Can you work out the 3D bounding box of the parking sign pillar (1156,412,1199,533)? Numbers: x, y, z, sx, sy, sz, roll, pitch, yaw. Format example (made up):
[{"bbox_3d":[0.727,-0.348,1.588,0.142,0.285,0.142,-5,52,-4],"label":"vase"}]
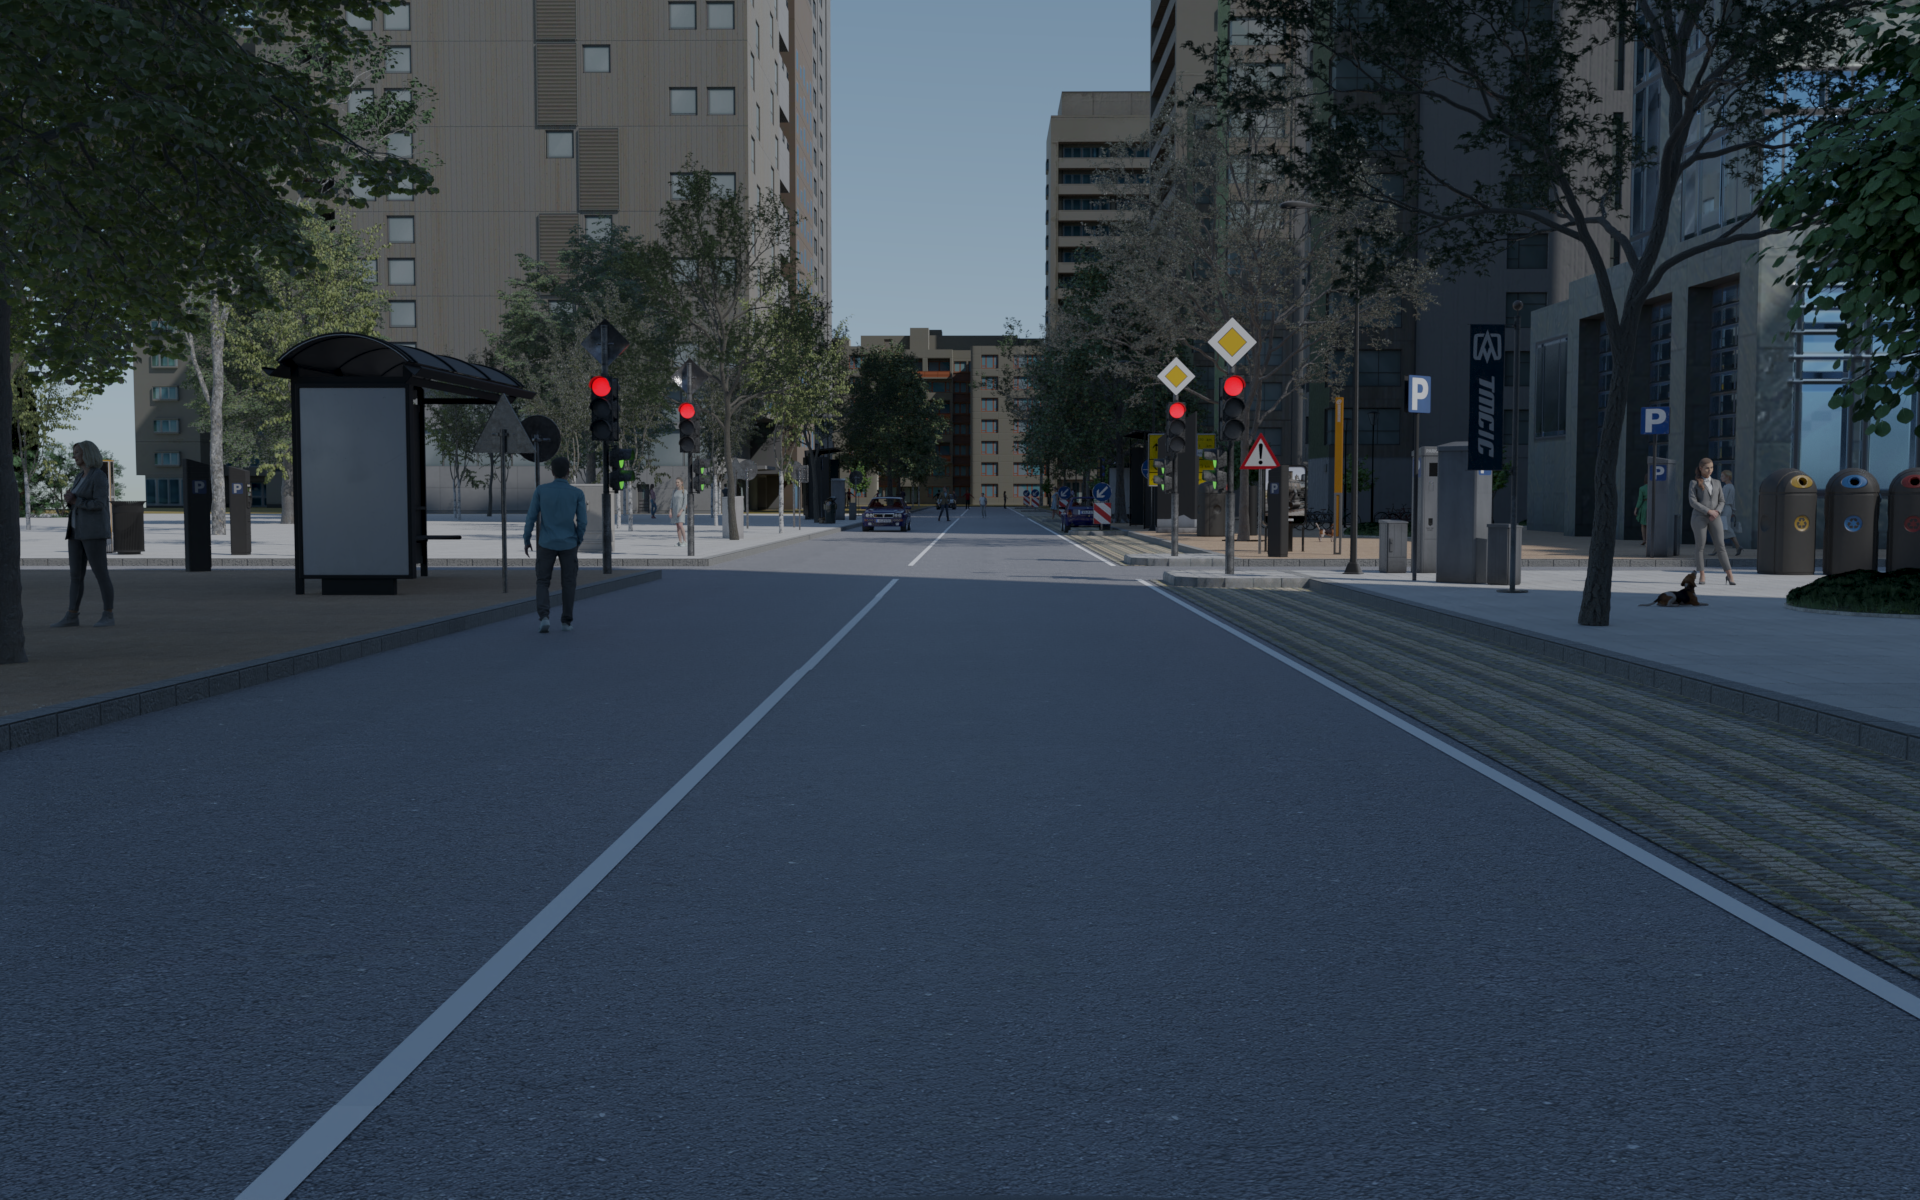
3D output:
[{"bbox_3d":[7.179,-4.190,56.984,1.447,3.967,1.447,2,4,25],"label":"parking sign pillar"}]

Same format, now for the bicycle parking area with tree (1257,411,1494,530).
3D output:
[{"bbox_3d":[14.586,-4.629,62.683,9.016,4.147,8.231,1,4,16],"label":"bicycle parking area with tree"}]

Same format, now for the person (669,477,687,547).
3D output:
[{"bbox_3d":[-6.868,-2.165,42.439,0.512,1.701,0.522,2,4,26],"label":"person"}]

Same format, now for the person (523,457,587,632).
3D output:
[{"bbox_3d":[-4.216,-0.582,18.042,0.660,1.820,0.620,-1,4,-13],"label":"person"}]

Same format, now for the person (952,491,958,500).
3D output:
[{"bbox_3d":[-0.611,-9.524,164.755,0.617,1.759,0.750,1,4,20],"label":"person"}]

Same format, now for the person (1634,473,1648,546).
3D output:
[{"bbox_3d":[16.788,-2.198,42.229,0.600,1.795,0.529,0,4,3],"label":"person"}]

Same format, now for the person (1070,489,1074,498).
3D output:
[{"bbox_3d":[11.306,-10.422,176.314,0.599,1.838,0.709,1,4,11],"label":"person"}]

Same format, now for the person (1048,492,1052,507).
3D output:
[{"bbox_3d":[9.088,-10.291,174.318,0.705,1.822,1.348,1,4,17],"label":"person"}]

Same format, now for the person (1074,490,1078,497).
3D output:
[{"bbox_3d":[12.393,-10.934,185.541,0.721,1.735,1.217,-2,4,-23],"label":"person"}]

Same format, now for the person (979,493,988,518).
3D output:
[{"bbox_3d":[1.419,-5.655,103.553,0.503,1.515,0.523,-1,4,-22],"label":"person"}]

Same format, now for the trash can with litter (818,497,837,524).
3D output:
[{"bbox_3d":[-5.779,-3.880,74.826,0.624,1.170,1.055,-3,5,-42],"label":"trash can with litter"}]

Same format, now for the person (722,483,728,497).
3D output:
[{"bbox_3d":[-13.627,-5.871,101.395,0.648,1.900,0.474,0,4,-8],"label":"person"}]

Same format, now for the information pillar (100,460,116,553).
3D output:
[{"bbox_3d":[-18.498,-2.019,37.499,0.304,2.012,0.304,-1,4,-11],"label":"information pillar"}]

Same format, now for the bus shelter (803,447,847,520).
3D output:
[{"bbox_3d":[-6.965,-6.019,89.686,1.731,3.624,6.357,0,4,1],"label":"bus shelter"}]

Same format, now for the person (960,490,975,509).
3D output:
[{"bbox_3d":[0.718,-9.432,162.643,1.348,1.831,0.705,0,4,3],"label":"person"}]

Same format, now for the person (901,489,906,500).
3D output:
[{"bbox_3d":[-5.576,-9.895,168.267,0.683,1.767,0.568,1,4,13],"label":"person"}]

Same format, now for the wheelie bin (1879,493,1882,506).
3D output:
[{"bbox_3d":[18.754,-1.726,36.131,0.980,1.594,0.693,-1,4,-20],"label":"wheelie bin"}]

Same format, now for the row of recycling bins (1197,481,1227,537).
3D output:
[{"bbox_3d":[7.835,-2.827,53.340,1.069,1.692,3.534,1,4,14],"label":"row of recycling bins"}]

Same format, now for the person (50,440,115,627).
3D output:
[{"bbox_3d":[-8.425,-0.639,16.668,0.537,1.800,0.526,3,5,42],"label":"person"}]

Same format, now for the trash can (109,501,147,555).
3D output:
[{"bbox_3d":[-17.630,-1.533,36.719,0.748,1.137,0.748,0,3,0],"label":"trash can"}]

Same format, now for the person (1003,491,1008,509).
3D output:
[{"bbox_3d":[4.462,-9.758,168.765,0.721,1.735,1.217,-1,4,-14],"label":"person"}]

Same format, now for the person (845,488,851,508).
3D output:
[{"bbox_3d":[-10.755,-9.538,161.983,1.348,1.824,0.705,3,4,38],"label":"person"}]

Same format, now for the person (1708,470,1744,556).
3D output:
[{"bbox_3d":[15.921,-1.807,35.946,0.694,1.780,0.624,-3,4,-37],"label":"person"}]

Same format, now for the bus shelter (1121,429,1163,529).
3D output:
[{"bbox_3d":[7.223,-4.570,66.001,1.731,3.624,6.357,0,4,1],"label":"bus shelter"}]

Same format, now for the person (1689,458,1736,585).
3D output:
[{"bbox_3d":[10.640,-1.111,24.489,0.520,1.790,0.573,-1,4,-19],"label":"person"}]

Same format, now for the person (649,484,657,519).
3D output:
[{"bbox_3d":[-16.074,-5.181,90.760,0.388,1.821,0.555,-2,4,-29],"label":"person"}]

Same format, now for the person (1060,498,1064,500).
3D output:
[{"bbox_3d":[8.582,-8.496,145.619,0.621,1.740,0.551,2,4,28],"label":"person"}]

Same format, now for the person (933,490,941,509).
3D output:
[{"bbox_3d":[-2.011,-9.703,166.773,1.348,1.869,0.705,0,4,6],"label":"person"}]

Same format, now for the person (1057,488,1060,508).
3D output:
[{"bbox_3d":[9.050,-9.392,159.746,0.705,1.807,1.348,1,4,16],"label":"person"}]

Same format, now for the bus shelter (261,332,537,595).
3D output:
[{"bbox_3d":[-7.672,-1.866,24.438,2.014,3.302,5.546,0,4,1],"label":"bus shelter"}]

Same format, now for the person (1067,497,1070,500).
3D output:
[{"bbox_3d":[10.007,-9.413,161.416,0.415,1.643,0.593,-1,4,-23],"label":"person"}]

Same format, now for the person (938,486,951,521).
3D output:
[{"bbox_3d":[-0.851,-5.089,91.614,0.836,1.842,0.656,3,5,40],"label":"person"}]

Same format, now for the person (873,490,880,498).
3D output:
[{"bbox_3d":[-8.568,-10.539,179.037,0.721,1.739,1.217,-3,4,-37],"label":"person"}]

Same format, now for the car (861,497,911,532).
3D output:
[{"bbox_3d":[-2.830,-3.330,67.020,1.945,1.354,3.894,0,4,1],"label":"car"}]

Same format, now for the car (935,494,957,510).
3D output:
[{"bbox_3d":[-1.283,-9.173,159.764,2.009,1.686,4.222,0,4,2],"label":"car"}]

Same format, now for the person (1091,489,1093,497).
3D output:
[{"bbox_3d":[13.436,-10.396,176.161,1.348,1.807,0.705,2,4,34],"label":"person"}]

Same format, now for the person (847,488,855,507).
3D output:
[{"bbox_3d":[-10.713,-9.856,167.144,1.348,1.831,0.705,-1,4,-17],"label":"person"}]

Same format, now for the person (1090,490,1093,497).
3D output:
[{"bbox_3d":[12.997,-10.128,172.455,1.217,1.723,0.721,0,4,8],"label":"person"}]

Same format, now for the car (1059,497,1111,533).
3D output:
[{"bbox_3d":[4.690,-3.198,64.871,1.945,1.354,3.894,0,4,1],"label":"car"}]

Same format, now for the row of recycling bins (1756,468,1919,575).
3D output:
[{"bbox_3d":[14.462,-1.228,27.190,3.534,1.692,1.069,2,4,24],"label":"row of recycling bins"}]

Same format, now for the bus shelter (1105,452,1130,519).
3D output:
[{"bbox_3d":[8.306,-5.625,85.898,2.014,3.302,5.546,0,4,1],"label":"bus shelter"}]

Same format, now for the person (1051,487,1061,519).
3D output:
[{"bbox_3d":[4.966,-4.948,89.491,0.778,1.811,0.616,0,4,5],"label":"person"}]
